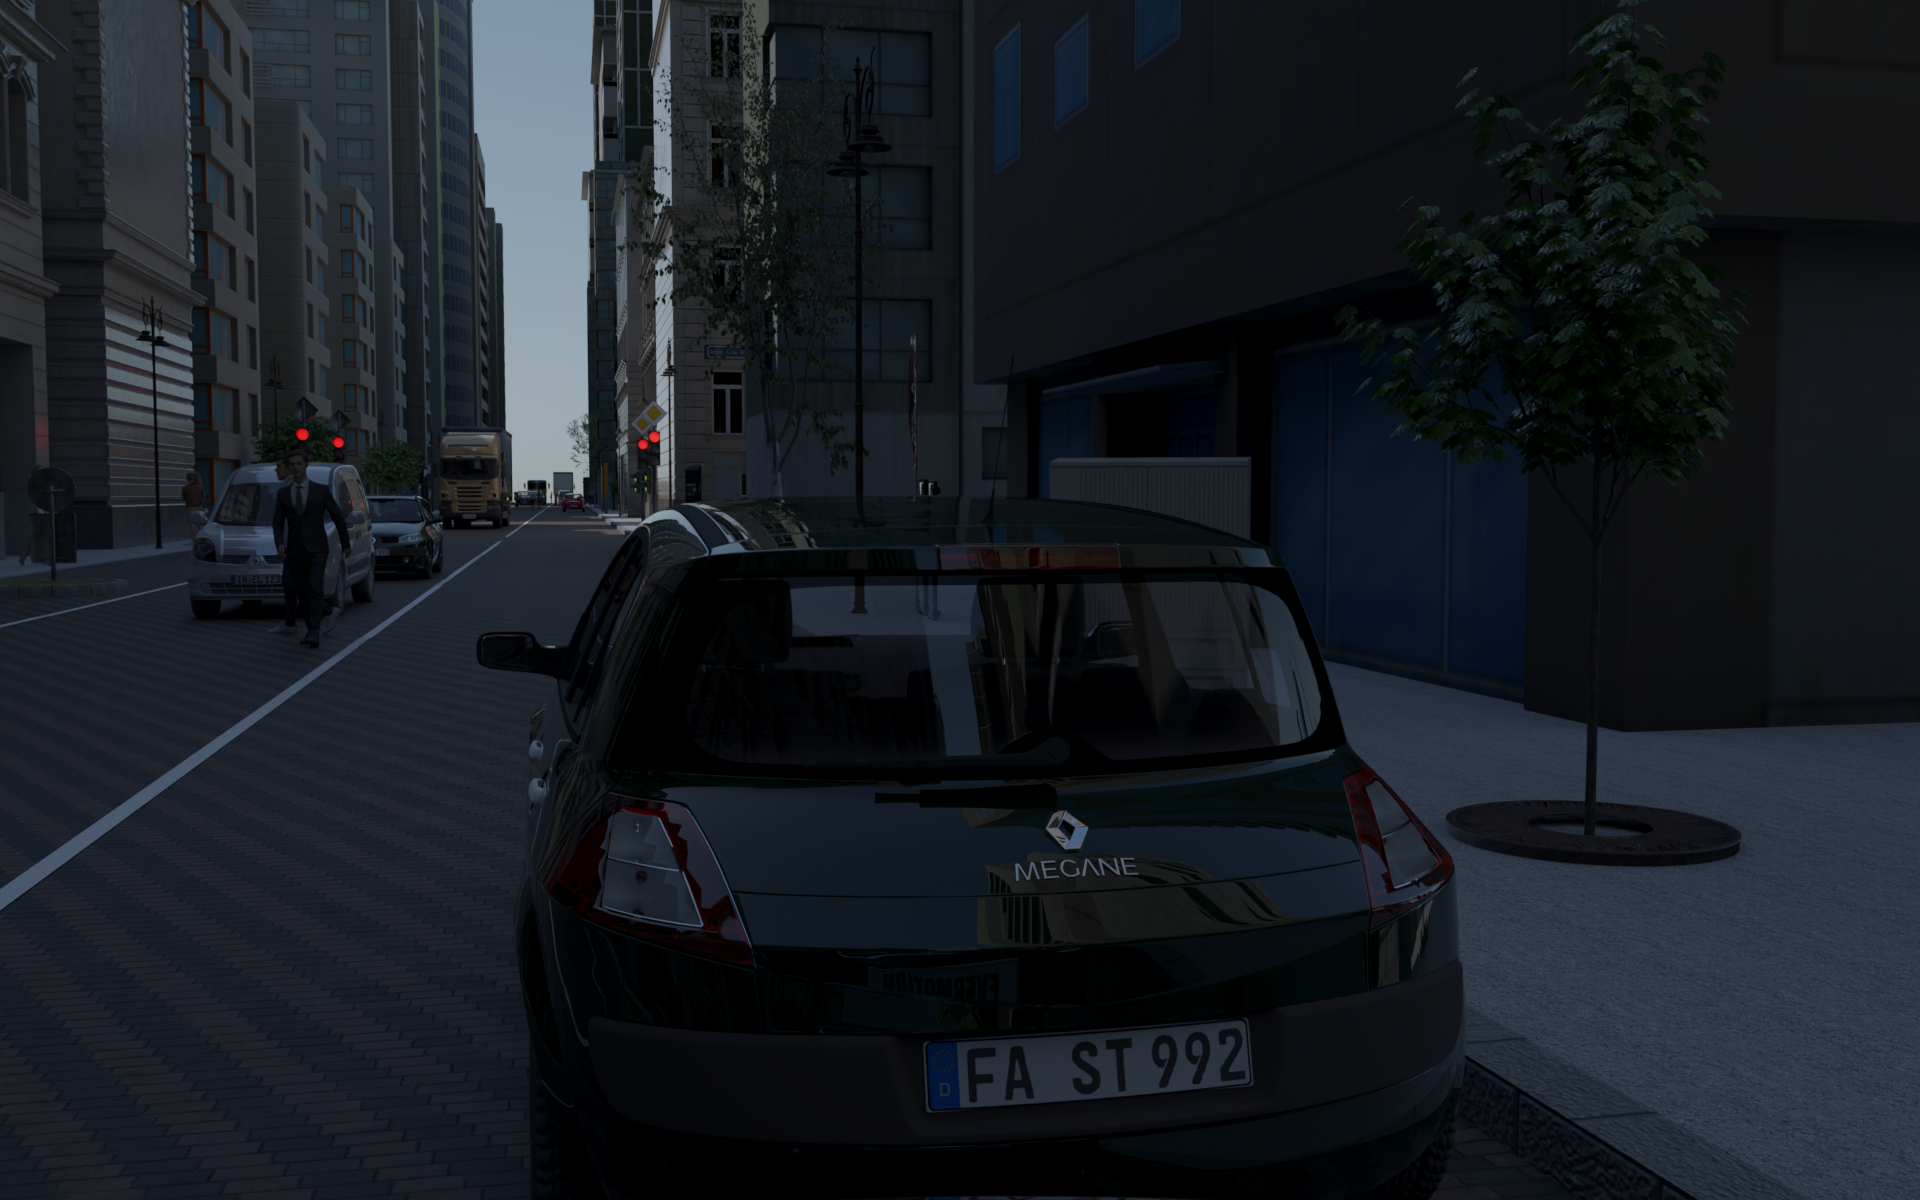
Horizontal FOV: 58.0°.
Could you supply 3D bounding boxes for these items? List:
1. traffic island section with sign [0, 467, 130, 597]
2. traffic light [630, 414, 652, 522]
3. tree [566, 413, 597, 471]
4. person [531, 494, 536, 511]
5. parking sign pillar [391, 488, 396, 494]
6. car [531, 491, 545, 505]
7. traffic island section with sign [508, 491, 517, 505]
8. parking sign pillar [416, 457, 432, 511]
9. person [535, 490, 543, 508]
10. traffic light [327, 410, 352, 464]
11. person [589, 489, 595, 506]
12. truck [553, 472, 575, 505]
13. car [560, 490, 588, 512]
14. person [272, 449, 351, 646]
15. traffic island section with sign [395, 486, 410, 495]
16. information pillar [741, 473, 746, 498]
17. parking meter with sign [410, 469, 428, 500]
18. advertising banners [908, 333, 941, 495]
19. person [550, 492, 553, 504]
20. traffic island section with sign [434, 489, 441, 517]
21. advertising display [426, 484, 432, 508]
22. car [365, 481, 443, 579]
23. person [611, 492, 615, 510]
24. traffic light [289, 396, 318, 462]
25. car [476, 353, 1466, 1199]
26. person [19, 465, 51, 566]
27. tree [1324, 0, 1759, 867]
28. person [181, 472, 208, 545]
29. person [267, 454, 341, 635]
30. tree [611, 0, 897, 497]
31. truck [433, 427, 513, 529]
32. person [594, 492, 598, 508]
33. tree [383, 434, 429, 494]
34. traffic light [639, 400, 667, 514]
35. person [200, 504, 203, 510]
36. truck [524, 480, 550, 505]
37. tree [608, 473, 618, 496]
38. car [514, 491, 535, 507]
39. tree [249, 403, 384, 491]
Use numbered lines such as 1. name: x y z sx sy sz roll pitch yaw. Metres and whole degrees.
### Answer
1. traffic island section with sign: -13.196 -1.001 24.999 1.989 1.847 2.006 -1 4 -13
2. traffic light: -10.953 -4.330 59.722 0.839 4.253 0.868 -1 4 -13
3. tree: -44.622 -17.666 214.592 9.928 11.665 9.643 0 3 0
4. person: -35.640 -8.125 144.583 0.421 1.427 0.697 0 4 -4
5. parking sign pillar: -33.690 -6.999 102.898 1.447 3.967 1.447 -1 4 -21
6. car: -54.293 -13.037 221.828 2.281 1.827 5.304 -1 4 -14
7. traffic island section with sign: -67.093 -15.498 262.016 1.989 1.847 2.006 -1 4 -13
8. parking sign pillar: -38.875 -8.342 124.868 1.447 3.967 1.447 3 5 44
9. person: -42.375 -10.135 174.202 0.705 1.824 1.348 2 4 34
10. traffic light: -20.566 -4.196 57.528 0.839 4.253 0.868 -1 4 -13
11. person: -39.216 -10.927 184.566 0.709 1.838 0.599 -1 4 -18
12. truck: -51.379 -14.413 224.571 2.839 4.237 11.283 -1 4 -12
13. car: -30.882 -7.920 138.540 2.155 1.783 4.494 -1 4 -12
14. person: -6.176 -0.495 16.368 0.659 1.850 0.755 0 4 -4
15. traffic island section with sign: -25.708 -4.365 79.987 1.989 1.847 2.006 -1 4 -13
16. information pillar: -7.368 -3.382 59.787 0.304 2.012 0.304 1 4 22
17. parking meter with sign: -37.871 -7.599 120.507 1.738 3.016 0.543 1 4 19
18. advertising banners: -0.388 -1.354 18.328 0.090 3.025 2.074 -1 4 -9
19. person: -57.820 -14.399 244.751 0.721 1.723 1.217 0 4 -4
20. traffic island section with sign: -31.673 -5.972 106.277 1.989 1.847 2.006 -1 4 -13
21. advertising display: -35.162 -6.695 114.675 0.123 1.923 0.974 0 4 -5
22. car: -10.040 -1.252 30.265 2.009 1.686 4.222 -1 4 -13
23. person: -28.390 -8.300 141.769 0.705 1.821 1.348 -1 4 -16
24. traffic light: -18.795 -3.720 49.741 0.839 4.253 0.868 -1 4 -13
25. car: -0.268 0.316 4.616 2.009 1.686 4.222 -1 4 -13
26. person: -16.442 -1.500 30.800 0.641 1.798 0.478 0 4 3
27. tree: 2.458 -0.725 6.459 1.663 3.219 1.824 0 3 0
28. person: -19.200 -2.291 43.474 0.573 1.828 0.580 -1 4 -8
29. person: -6.722 -0.573 17.713 0.795 1.843 0.661 0 4 -6
30. tree: -2.718 -4.554 24.828 4.360 8.622 3.978 0 3 0
31. truck: -20.799 -5.240 74.593 2.839 4.237 11.283 -1 4 -12
32. person: -34.301 -9.624 163.845 0.568 1.767 0.683 3 5 40
33. tree: -31.252 -6.788 94.697 4.285 4.588 4.351 0 3 0
34. traffic light: -9.182 -3.854 51.935 0.839 4.253 0.868 -1 4 -13
35. person: -24.995 -3.068 56.768 0.524 1.755 0.480 2 4 27
36. truck: -58.232 -14.836 238.495 3.469 3.379 9.791 -1 4 -13
37. tree: -26.847 -8.657 136.150 1.663 3.219 1.824 0 3 0
38. car: -48.741 -11.326 193.860 2.281 1.827 5.304 -1 4 -14
39. tree: -23.804 -4.819 62.497 4.285 4.588 4.351 0 3 0
